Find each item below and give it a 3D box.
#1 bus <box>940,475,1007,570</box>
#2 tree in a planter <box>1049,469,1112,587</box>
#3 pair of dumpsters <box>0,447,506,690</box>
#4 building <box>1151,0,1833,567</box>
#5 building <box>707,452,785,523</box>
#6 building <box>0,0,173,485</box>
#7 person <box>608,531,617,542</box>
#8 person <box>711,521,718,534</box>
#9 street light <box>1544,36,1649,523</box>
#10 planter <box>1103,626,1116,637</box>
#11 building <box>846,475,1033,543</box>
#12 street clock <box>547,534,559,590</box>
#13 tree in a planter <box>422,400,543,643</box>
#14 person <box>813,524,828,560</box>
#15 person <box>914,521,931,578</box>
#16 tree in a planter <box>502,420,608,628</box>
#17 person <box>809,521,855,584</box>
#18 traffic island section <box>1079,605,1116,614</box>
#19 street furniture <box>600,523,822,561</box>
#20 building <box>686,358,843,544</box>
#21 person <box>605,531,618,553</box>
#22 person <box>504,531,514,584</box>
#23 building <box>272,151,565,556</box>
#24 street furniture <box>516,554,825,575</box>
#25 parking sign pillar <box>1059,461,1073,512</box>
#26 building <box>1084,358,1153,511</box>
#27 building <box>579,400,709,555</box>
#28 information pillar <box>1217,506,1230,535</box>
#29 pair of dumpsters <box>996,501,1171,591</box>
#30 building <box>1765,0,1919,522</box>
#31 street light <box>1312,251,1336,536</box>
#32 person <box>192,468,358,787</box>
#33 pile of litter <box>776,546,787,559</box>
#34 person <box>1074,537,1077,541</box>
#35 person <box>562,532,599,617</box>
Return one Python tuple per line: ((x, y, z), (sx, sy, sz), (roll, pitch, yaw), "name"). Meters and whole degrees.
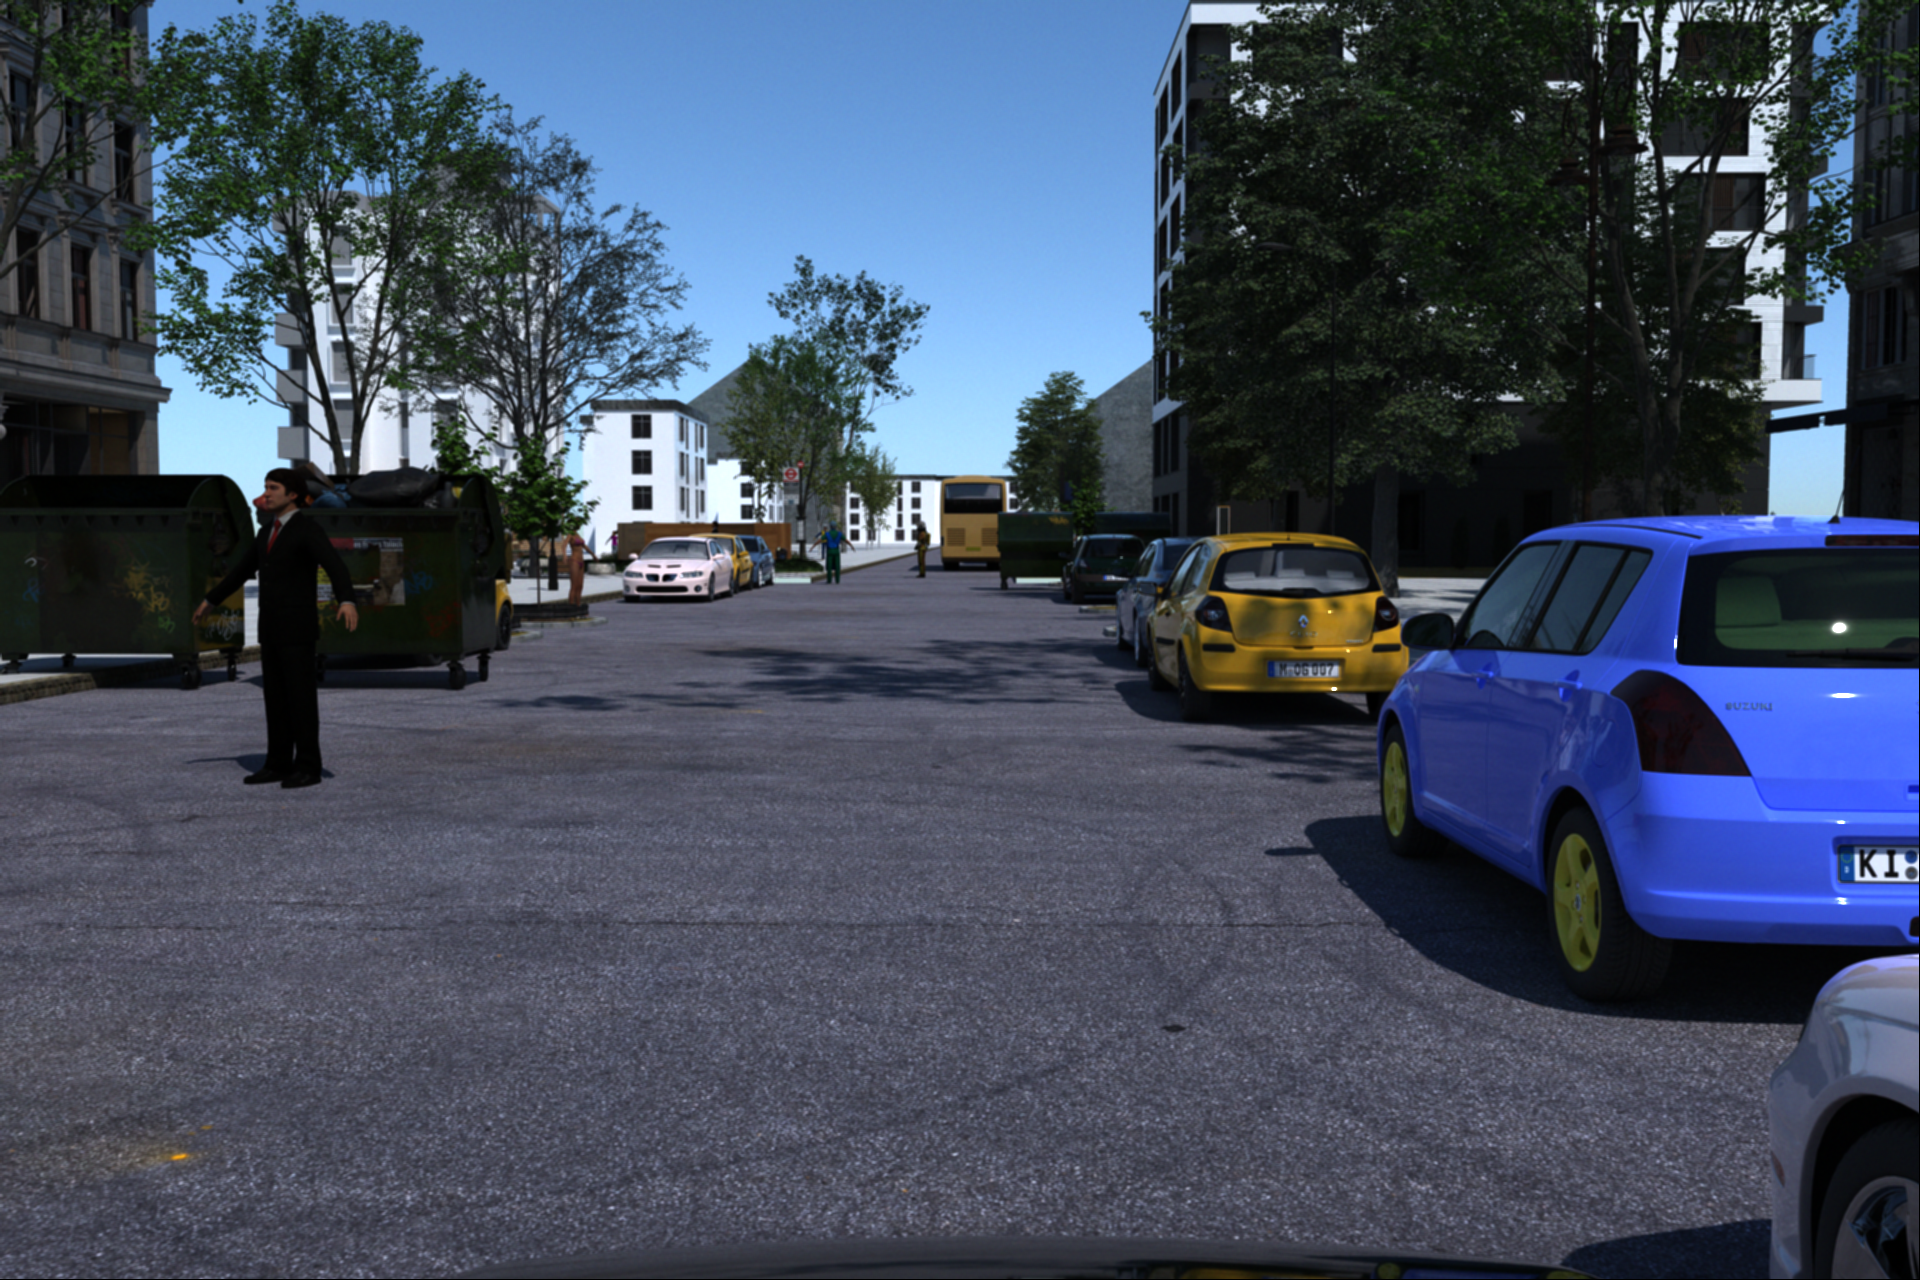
((0.535, -4.895, 71.579), (2.896, 3.916, 12.252), (0, 4, 0), "bus")
((3.449, -3.086, 47.680), (1.991, 3.239, 1.994), (0, 4, 1), "tree in a planter")
((-6.648, -0.693, 16.289), (4.436, 2.255, 1.574), (0, 4, 1), "pair of dumpsters")
((22.952, -14.609, 82.838), (27.936, 21.610, 32.646), (0, 4, 1), "building")
((-23.904, -15.248, 191.456), (9.099, 9.664, 28.070), (0, 4, 1), "building")
((-28.069, -11.040, 30.474), (10.553, 20.879, 40.483), (0, 4, 1), "building")
((-16.466, -4.780, 84.377), (1.346, 1.802, 0.704), (-1, 4, -15), "person")
((-8.935, -3.412, 62.512), (0.721, 1.740, 1.216), (0, 4, -6), "person")
((6.099, -2.690, 16.771), (0.468, 5.910, 1.993), (0, 4, 1), "street light")
((3.056, -0.214, 24.632), (1.991, 0.319, 1.994), (0, 4, 1), "planter")
((-3.610, -18.403, 245.500), (28.070, 9.664, 9.099), (0, 4, -3), "building")
((-9.272, -2.132, 39.423), (0.358, 2.002, 0.471), (0, 4, 1), "street clock")
((-6.741, -1.594, 23.290), (1.991, 3.239, 1.994), (0, 4, 2), "tree in a planter")
((-6.651, -4.838, 85.568), (1.216, 1.772, 0.721), (0, 4, -7), "person")
((-1.290, -2.985, 57.023), (0.705, 1.858, 1.354), (0, 4, 7), "person")
((-6.651, -1.836, 27.241), (1.991, 3.239, 1.994), (0, 4, 2), "tree in a planter")
((-3.646, -2.513, 49.677), (1.347, 1.817, 0.704), (-1, 4, -16), "person")
((3.200, -0.547, 31.812), (1.991, 0.108, 1.994), (0, 4, 1), "traffic island section")
((-9.925, -3.929, 71.089), (11.010, 1.723, 9.812), (3, 5, 44), "street furniture")
((-24.862, -23.895, 221.618), (19.493, 23.208, 18.063), (0, 4, 0), "building")
((-15.688, -4.252, 78.794), (0.991, 1.433, 0.599), (1, 4, 15), "person")
((-11.826, -2.328, 44.839), (0.721, 1.736, 1.217), (-1, 4, -12), "person")
((-27.994, -14.108, 87.091), (16.016, 20.090, 11.380), (0, 4, 1), "building")
((-9.569, -2.509, 56.650), (10.072, 0.657, 5.734), (0, 4, 1), "street furniture")
((3.944, -4.670, 64.831), (1.447, 3.967, 1.447), (0, 4, 1), "parking sign pillar")
((24.767, -23.163, 209.645), (19.493, 23.208, 18.063), (0, 4, 1), "building")
((-22.232, -11.015, 122.236), (9.099, 9.664, 28.070), (0, 3, 0), "building")
((6.942, -2.522, 45.719), (0.304, 2.012, 0.304), (0, 4, 1), "information pillar")
((3.148, -2.406, 44.290), (4.436, 2.255, 1.574), (0, 4, 1), "pair of dumpsters")
((28.648, -17.962, 39.785), (12.429, 33.558, 17.177), (0, 4, 1), "building")
((6.507, -3.377, 27.751), (1.470, 5.913, 1.316), (0, 4, 1), "street light")
((-3.871, -0.077, 9.910), (1.347, 1.806, 0.705), (2, 4, 30), "person")
((-6.176, -2.951, 62.214), (1.176, 0.858, 1.719), (0, 4, 2), "pile of litter")
((5.426, -4.142, 73.868), (1.345, 1.843, 0.704), (-1, 4, -14), "person")
((-6.597, -1.273, 30.075), (0.721, 1.733, 1.217), (1, 4, 15), "person")
